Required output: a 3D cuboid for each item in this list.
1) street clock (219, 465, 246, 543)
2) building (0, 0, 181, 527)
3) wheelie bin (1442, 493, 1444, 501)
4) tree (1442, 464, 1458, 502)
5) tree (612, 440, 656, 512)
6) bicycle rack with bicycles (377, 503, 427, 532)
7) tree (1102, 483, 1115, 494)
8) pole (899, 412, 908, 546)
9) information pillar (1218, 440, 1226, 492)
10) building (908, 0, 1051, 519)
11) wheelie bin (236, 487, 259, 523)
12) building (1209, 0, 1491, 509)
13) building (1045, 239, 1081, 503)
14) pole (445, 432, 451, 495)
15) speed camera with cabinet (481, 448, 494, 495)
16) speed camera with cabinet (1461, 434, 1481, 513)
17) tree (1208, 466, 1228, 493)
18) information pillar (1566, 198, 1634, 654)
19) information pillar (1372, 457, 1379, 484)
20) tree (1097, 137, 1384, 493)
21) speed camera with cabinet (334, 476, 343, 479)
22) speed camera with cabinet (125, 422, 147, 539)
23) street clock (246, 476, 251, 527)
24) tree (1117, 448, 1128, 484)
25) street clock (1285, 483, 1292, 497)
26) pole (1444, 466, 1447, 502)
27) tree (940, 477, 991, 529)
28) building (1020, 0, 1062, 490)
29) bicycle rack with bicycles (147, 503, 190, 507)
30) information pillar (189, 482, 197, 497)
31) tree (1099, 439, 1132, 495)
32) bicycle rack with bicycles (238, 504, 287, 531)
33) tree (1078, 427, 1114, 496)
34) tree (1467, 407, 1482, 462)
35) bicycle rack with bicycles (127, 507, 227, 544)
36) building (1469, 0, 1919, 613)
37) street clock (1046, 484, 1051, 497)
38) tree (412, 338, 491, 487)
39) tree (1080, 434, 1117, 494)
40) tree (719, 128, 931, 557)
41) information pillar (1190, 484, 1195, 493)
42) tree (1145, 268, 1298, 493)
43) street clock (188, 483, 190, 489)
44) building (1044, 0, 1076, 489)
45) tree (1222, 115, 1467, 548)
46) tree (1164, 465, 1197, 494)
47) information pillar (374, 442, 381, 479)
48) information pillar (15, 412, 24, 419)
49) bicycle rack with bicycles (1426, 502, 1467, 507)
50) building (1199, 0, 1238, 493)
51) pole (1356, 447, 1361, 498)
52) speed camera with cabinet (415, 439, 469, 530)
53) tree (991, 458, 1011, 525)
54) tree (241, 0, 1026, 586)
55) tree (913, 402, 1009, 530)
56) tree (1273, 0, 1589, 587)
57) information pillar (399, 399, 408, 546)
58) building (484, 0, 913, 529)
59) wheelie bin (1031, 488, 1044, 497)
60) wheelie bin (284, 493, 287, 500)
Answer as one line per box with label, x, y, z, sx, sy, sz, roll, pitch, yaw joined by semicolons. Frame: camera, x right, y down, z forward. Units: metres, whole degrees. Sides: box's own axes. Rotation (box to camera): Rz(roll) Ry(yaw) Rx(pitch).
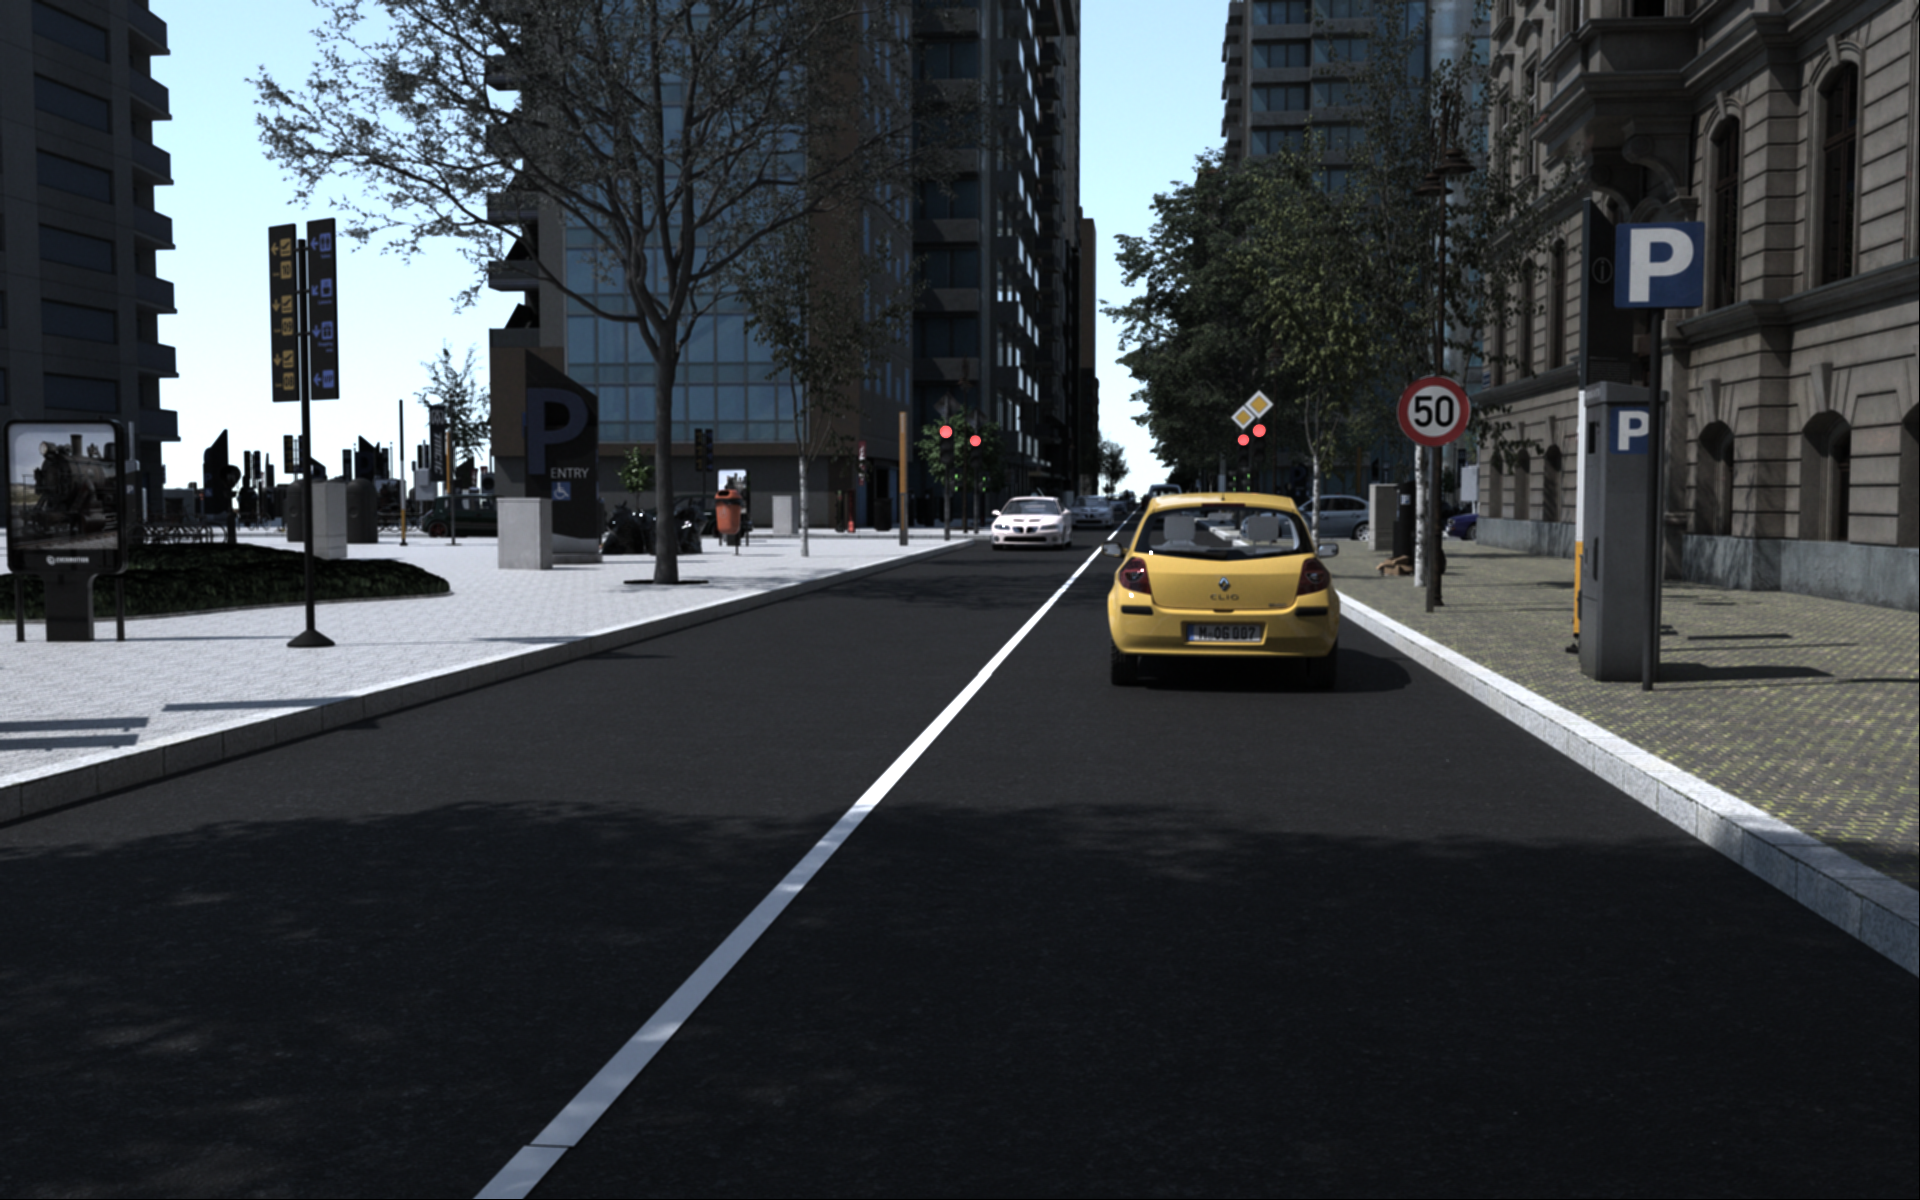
street clock;-18.030;-2.340;42.823;0.471;2.002;0.358;0;4;-8
building;-50.763;-32.507;73.490;28.212;58.520;21.231;0;4;6
wheelie bin;28.467;-5.850;103.555;0.980;1.594;0.693;-2;4;-32
tree;31.037;-7.047;109.811;1.663;3.219;1.824;0;3;0
tree;-11.401;-4.086;61.413;1.663;3.219;1.824;0;3;0
bicycle rack with bicycles;-19.324;-2.796;59.091;2.925;0.926;2.852;0;4;5
tree;21.640;-15.936;255.147;1.663;3.219;1.824;0;3;0
pole;-1.401;-3.009;43.044;0.158;3.312;0.155;0;3;0
information pillar;11.252;-5.084;74.486;0.183;3.616;0.504;3;5;40
building;-6.999;-29.473;101.484;23.786;49.044;30.456;0;4;6
wheelie bin;-31.827;-4.257;77.503;0.693;1.594;0.980;3;4;38
building;34.759;-32.742;154.944;23.786;49.044;30.456;0;4;6
building;6.259;-25.909;195.309;14.160;30.474;14.107;0;4;6
pole;-16.808;-3.869;57.098;0.158;3.312;0.155;0;3;0
speed camera with cabinet;-20.986;-4.920;74.782;2.038;3.252;0.660;0;4;-1
speed camera with cabinet;17.005;-3.807;56.587;0.660;3.252;2.038;3;4;37
tree;19.140;-11.104;131.917;4.360;8.622;3.978;0;3;0
information pillar;5.168;-1.380;13.913;0.504;3.616;0.183;-1;4;-22
information pillar;26.145;-7.193;108.961;0.504;3.616;0.183;3;5;43
tree;10.078;-9.483;61.699;9.857;13.997;8.962;0;3;0
speed camera with cabinet;-30.627;-5.671;87.063;0.660;3.252;2.038;1;4;13
speed camera with cabinet;-23.064;-3.288;48.093;0.660;3.252;2.038;-1;4;-18
street clock;-28.042;-3.885;68.087;0.358;2.002;0.471;-2;4;-31
tree;23.932;-19.530;269.673;4.737;8.622;4.395;0;3;0
street clock;21.507;-6.668;113.587;0.358;2.002;0.471;3;5;45
pole;34.765;-7.963;124.032;0.158;3.312;0.155;0;3;0
tree;0.087;-4.284;64.638;1.663;3.219;1.824;0;3;0
building;-2.917;-30.083;146.479;22.147;44.769;28.867;0;4;6
bicycle rack with bicycles;-27.280;-2.794;59.059;2.852;0.926;2.925;2;4;26
information pillar;-46.594;-6.165;105.290;0.304;2.012;0.304;1;4;17
tree;24.848;-21.606;287.662;8.767;10.594;7.601;3;5;42
bicycle rack with bicycles;-24.360;-2.967;61.894;2.852;0.926;2.925;0;4;-1
tree;14.781;-14.598;189.039;4.360;8.622;3.978;0;3;0
tree;37.246;-10.486;121.805;4.737;8.622;4.395;0;3;0
bicycle rack with bicycles;-18.090;-1.573;39.096;2.925;0.926;2.852;-2;4;-25
building;16.415;-12.656;26.005;14.460;24.649;34.723;0;4;6
street clock;6.321;-7.268;123.409;0.358;2.002;0.471;1;4;16
tree;-23.757;-8.082;82.510;4.737;8.622;4.395;0;3;0
tree;15.856;-15.665;206.479;4.737;8.622;4.395;0;3;0
tree;-2.990;-5.178;35.023;4.360;8.622;3.978;0;3;0
information pillar;16.297;-7.144;121.289;0.304;2.012;0.304;1;4;11
tree;12.752;-10.279;86.192;7.486;12.596;7.792;0;3;0
street clock;-51.441;-6.801;115.759;0.358;2.002;0.471;-2;4;-26
building;-3.274;-35.800;174.573;28.713;52.752;27.495;0;4;6
tree;7.407;-5.154;34.636;4.737;8.622;4.395;0;3;0
tree;25.060;-12.910;194.793;4.285;4.588;4.351;0;3;0
information pillar;-25.916;-5.242;77.067;0.183;3.616;0.504;0;4;5
information pillar;-26.685;-3.551;49.407;0.504;3.616;0.183;1;4;16
bicycle rack with bicycles;21.575;-3.837;76.117;2.852;0.926;2.925;2;4;28
building;37.465;-53.314;184.359;22.319;86.520;31.000;0;4;6
pole;17.128;-4.932;74.475;0.158;3.312;0.155;0;3;0
speed camera with cabinet;-18.662;-4.188;62.818;2.038;3.252;0.660;0;3;0
tree;1.005;-4.791;72.934;1.663;3.219;1.824;0;3;0
tree;-4.243;-6.981;24.517;12.009;13.543;11.850;0;3;0
tree;0.063;-4.778;61.833;4.285;4.588;4.351;0;3;0
tree;6.340;-4.477;23.556;4.360;8.622;3.978;0;3;0
information pillar;-13.887;-3.166;43.120;0.183;3.616;0.504;-1;4;-19
building;-9.743;-25.669;69.796;14.600;45.320;14.200;0;4;6
wheelie bin;4.004;-4.982;89.370;0.693;1.594;0.980;0;4;8
wheelie bin;-28.096;-3.992;73.175;0.980;1.594;0.693;1;4;22
